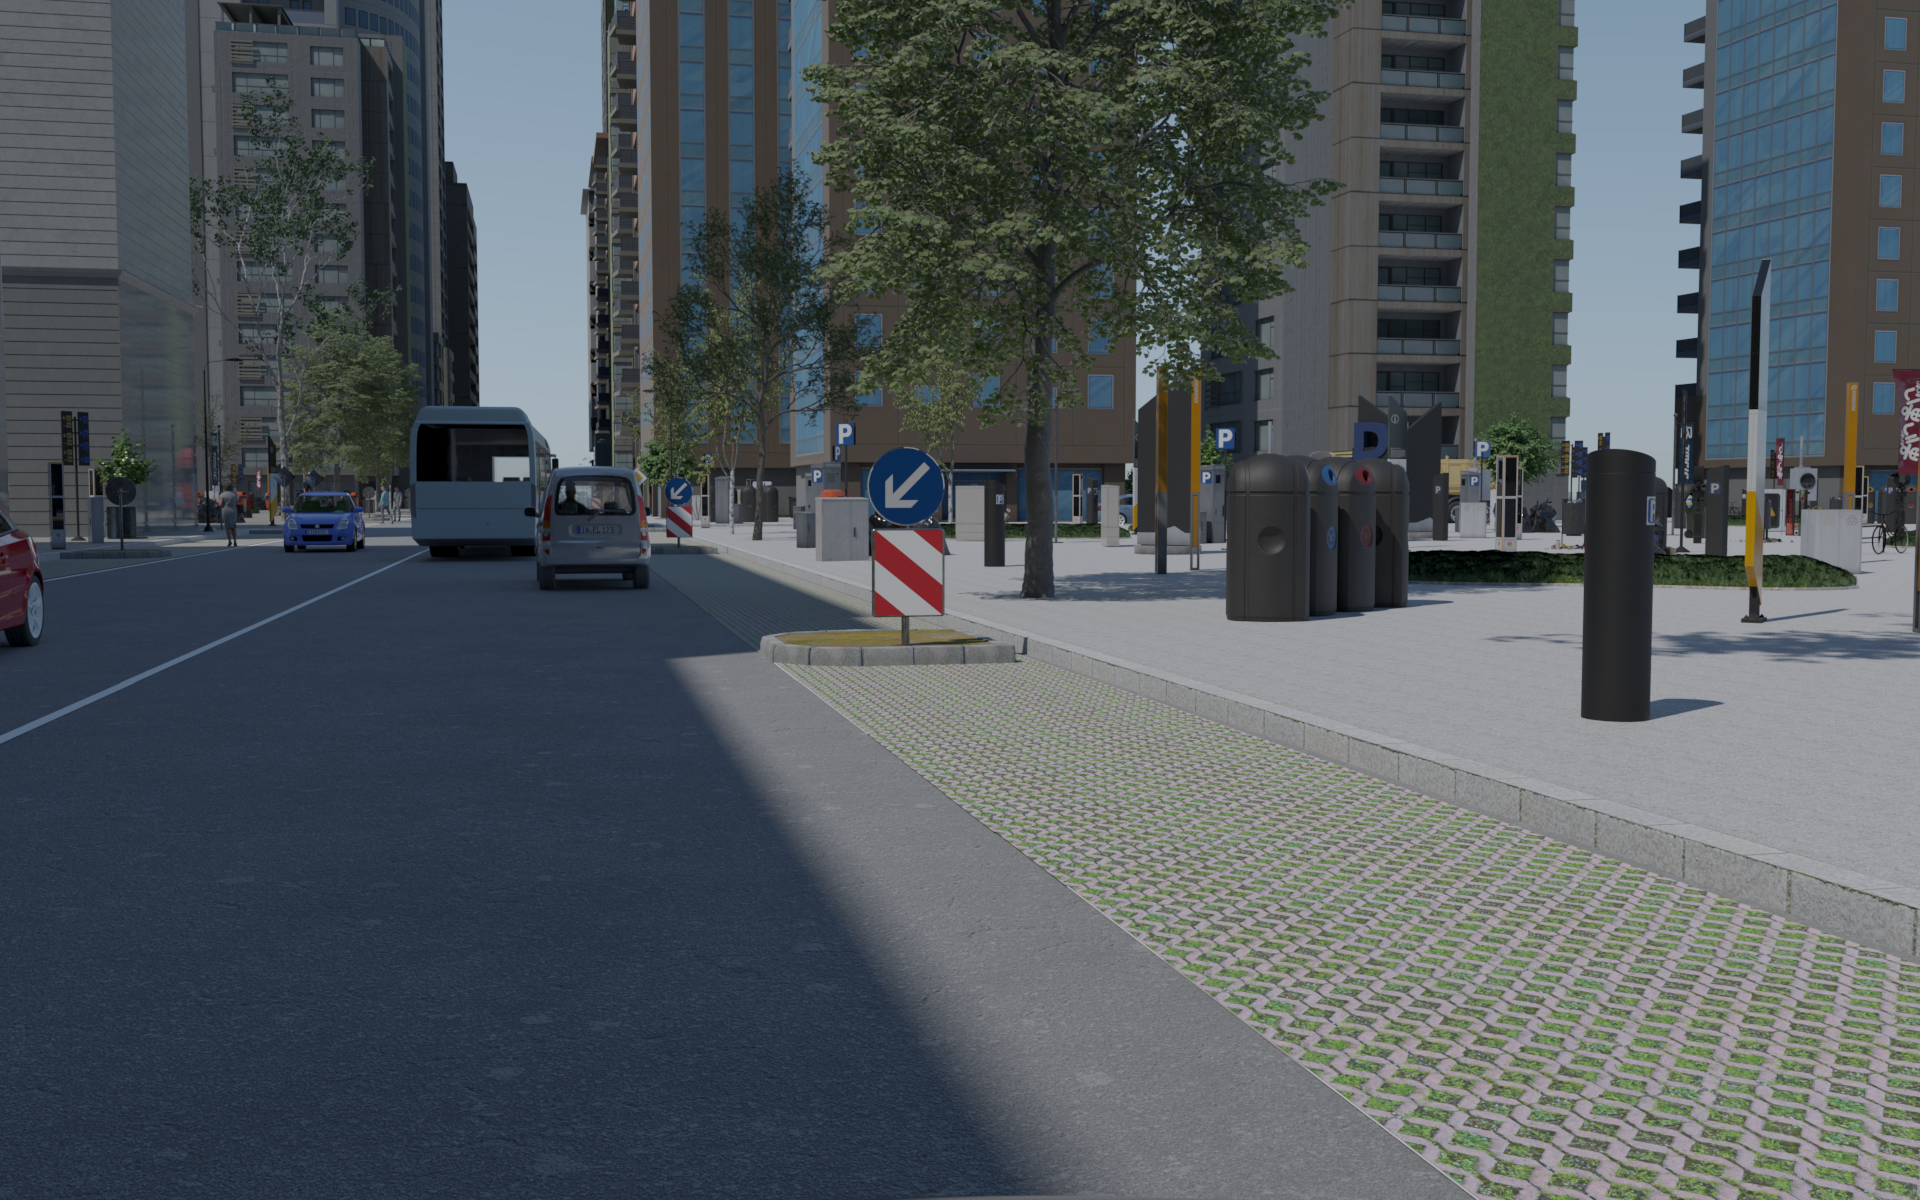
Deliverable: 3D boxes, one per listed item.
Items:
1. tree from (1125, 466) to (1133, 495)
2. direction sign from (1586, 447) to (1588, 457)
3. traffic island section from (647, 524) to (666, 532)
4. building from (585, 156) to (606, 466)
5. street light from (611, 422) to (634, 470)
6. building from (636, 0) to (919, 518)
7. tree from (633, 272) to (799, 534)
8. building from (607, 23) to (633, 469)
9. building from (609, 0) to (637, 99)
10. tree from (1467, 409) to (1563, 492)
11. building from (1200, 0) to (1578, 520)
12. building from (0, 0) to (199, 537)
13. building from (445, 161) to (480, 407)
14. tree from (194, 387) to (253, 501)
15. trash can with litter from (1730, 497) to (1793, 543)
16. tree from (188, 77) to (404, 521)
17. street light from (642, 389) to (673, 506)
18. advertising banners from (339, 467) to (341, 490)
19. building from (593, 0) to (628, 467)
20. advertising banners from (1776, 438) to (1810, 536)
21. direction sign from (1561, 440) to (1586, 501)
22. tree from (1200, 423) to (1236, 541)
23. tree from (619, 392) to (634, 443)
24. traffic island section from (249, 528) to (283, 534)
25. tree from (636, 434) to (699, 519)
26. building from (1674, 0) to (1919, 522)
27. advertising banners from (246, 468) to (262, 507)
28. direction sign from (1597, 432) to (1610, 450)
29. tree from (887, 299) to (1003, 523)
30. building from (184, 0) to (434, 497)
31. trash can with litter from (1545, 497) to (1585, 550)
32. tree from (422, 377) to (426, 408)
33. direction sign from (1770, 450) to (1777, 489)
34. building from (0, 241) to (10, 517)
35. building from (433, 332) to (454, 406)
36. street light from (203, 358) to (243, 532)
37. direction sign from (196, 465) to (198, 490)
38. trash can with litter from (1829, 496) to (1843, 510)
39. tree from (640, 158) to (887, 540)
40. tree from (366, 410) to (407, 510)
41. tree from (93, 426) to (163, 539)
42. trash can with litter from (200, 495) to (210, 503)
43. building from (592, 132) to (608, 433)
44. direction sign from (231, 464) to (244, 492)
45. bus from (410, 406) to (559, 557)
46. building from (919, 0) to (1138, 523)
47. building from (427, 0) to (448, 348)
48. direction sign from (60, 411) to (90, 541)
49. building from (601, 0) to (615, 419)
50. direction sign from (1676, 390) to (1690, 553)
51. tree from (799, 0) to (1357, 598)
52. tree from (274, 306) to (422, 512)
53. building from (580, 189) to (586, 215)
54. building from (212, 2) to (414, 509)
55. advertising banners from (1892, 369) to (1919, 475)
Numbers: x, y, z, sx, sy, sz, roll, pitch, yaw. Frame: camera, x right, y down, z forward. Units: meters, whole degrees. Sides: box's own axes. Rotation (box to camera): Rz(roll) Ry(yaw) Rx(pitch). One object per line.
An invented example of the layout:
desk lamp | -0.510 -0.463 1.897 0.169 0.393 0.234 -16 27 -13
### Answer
tree | 11.995 -7.662 119.868 1.663 3.219 1.824 0 3 0
direction sign | 29.759 -5.582 83.265 0.876 3.537 0.379 -1 4 -15
traffic island section | -12.257 -2.667 65.889 2.009 0.180 2.903 -1 4 -13
building | -41.717 -41.346 265.252 28.713 52.752 27.495 -1 4 -13
street light | -21.633 -8.512 111.712 1.470 5.913 1.316 -1 4 -13
building | -11.109 -27.460 99.082 14.600 45.320 14.200 -1 4 -13
tree | -7.250 -6.411 55.184 4.737 8.622 4.395 0 3 0
building | -24.412 -28.897 156.053 14.154 41.232 14.086 -1 4 -13
building | -14.391 -28.990 128.609 22.147 44.769 28.867 -1 4 -13
tree | 21.389 -5.096 67.026 4.285 4.588 4.351 0 3 0
building | 21.306 -24.751 88.268 14.086 41.232 14.154 -1 4 -13
building | -40.545 -16.846 52.920 29.804 29.767 11.434 -1 4 -13
building | -82.219 -38.485 252.924 21.300 48.544 21.600 -1 4 -13
tree | -51.706 -10.397 120.359 4.360 8.622 3.978 0 3 0
trash can with litter | 21.294 -2.147 46.161 1.678 1.210 2.233 2 4 33
tree | -32.766 -13.782 81.229 12.611 20.169 13.585 0 3 0
street light | -13.372 -6.384 76.925 1.470 5.913 1.316 -1 4 -13
advertising banners | -41.021 -7.143 112.969 0.090 3.025 2.074 1 4 18
building | -26.481 -52.954 178.470 22.319 86.520 31.000 -1 4 -13
advertising banners | 25.572 -3.490 53.250 0.090 3.025 2.074 0 4 -1
direction sign | 25.881 -4.973 73.305 0.876 3.537 0.379 1 4 18
tree | 6.679 -3.226 47.354 1.663 3.219 1.824 0 3 0
tree | -13.548 -8.134 83.359 4.737 8.622 4.395 0 3 0
traffic island section | -24.566 -2.491 63.013 2.009 0.180 2.903 -1 4 -13
tree | -14.950 -6.424 88.744 4.285 4.588 4.351 0 3 0
building | 48.828 -27.002 91.596 14.200 45.320 14.600 -1 4 -13
advertising banners | -48.016 -7.403 117.220 2.074 3.025 0.090 1 4 22
direction sign | 23.671 -4.389 63.760 0.379 3.537 0.876 0 4 -7
tree | -0.587 -6.908 63.314 4.737 8.622 4.395 0 3 0
building | -63.139 -38.276 167.813 21.231 58.520 28.212 -1 4 -13
trash can with litter | 14.707 -1.789 40.309 2.233 1.210 1.678 1 4 11
tree | -41.361 -12.545 123.232 7.486 12.596 7.792 0 3 0
direction sign | 41.663 -5.911 88.636 0.876 3.537 0.379 -3 4 -39
building | -26.065 -13.062 18.076 19.350 26.468 34.151 -1 4 -13
building | -72.380 -21.469 196.055 27.650 21.520 28.899 -1 4 -13
street light | -25.144 -5.294 59.100 1.470 5.913 1.316 -1 4 -13
direction sign | -54.648 -8.076 124.044 0.379 3.537 0.876 -1 4 -21
trash can with litter | 33.082 -3.375 66.242 2.233 1.210 1.678 0 4 2
tree | -5.270 -6.926 47.653 7.601 10.594 8.767 -1 4 -9
tree | -45.866 -11.505 138.476 4.737 8.622 4.395 0 3 0
tree | -23.995 -3.363 49.590 1.663 3.219 1.824 0 3 0
trash can with litter | -45.767 -5.688 104.055 2.233 1.210 1.678 -1 4 -23
building | -32.826 -33.922 209.250 22.147 44.769 28.867 -1 4 -13
direction sign | -54.821 -8.527 131.410 0.876 3.537 0.379 -1 4 -20
bus | -11.564 -2.934 42.836 2.948 3.499 13.247 -1 4 -12
building | -0.394 -26.519 83.702 14.200 45.320 14.600 -1 4 -13
building | -77.312 -48.532 231.744 20.563 71.187 20.611 -1 4 -13
direction sign | -24.245 -3.397 47.530 0.379 3.537 0.876 1 4 22
building | -40.944 -49.050 240.211 20.563 71.187 20.611 -1 4 -13
direction sign | 15.855 -2.812 37.974 0.379 3.537 0.876 2 4 27
tree | 1.273 -6.322 21.494 7.486 12.596 7.792 0 3 0
tree | -37.378 -11.421 104.868 7.486 12.596 7.792 0 3 0
building | -48.769 -42.969 291.789 28.713 52.752 27.495 -1 4 -13
building | -54.964 -28.439 148.566 14.154 41.232 14.086 -1 4 -13
advertising banners | 14.087 -1.721 24.323 2.074 3.025 0.090 0 4 1
